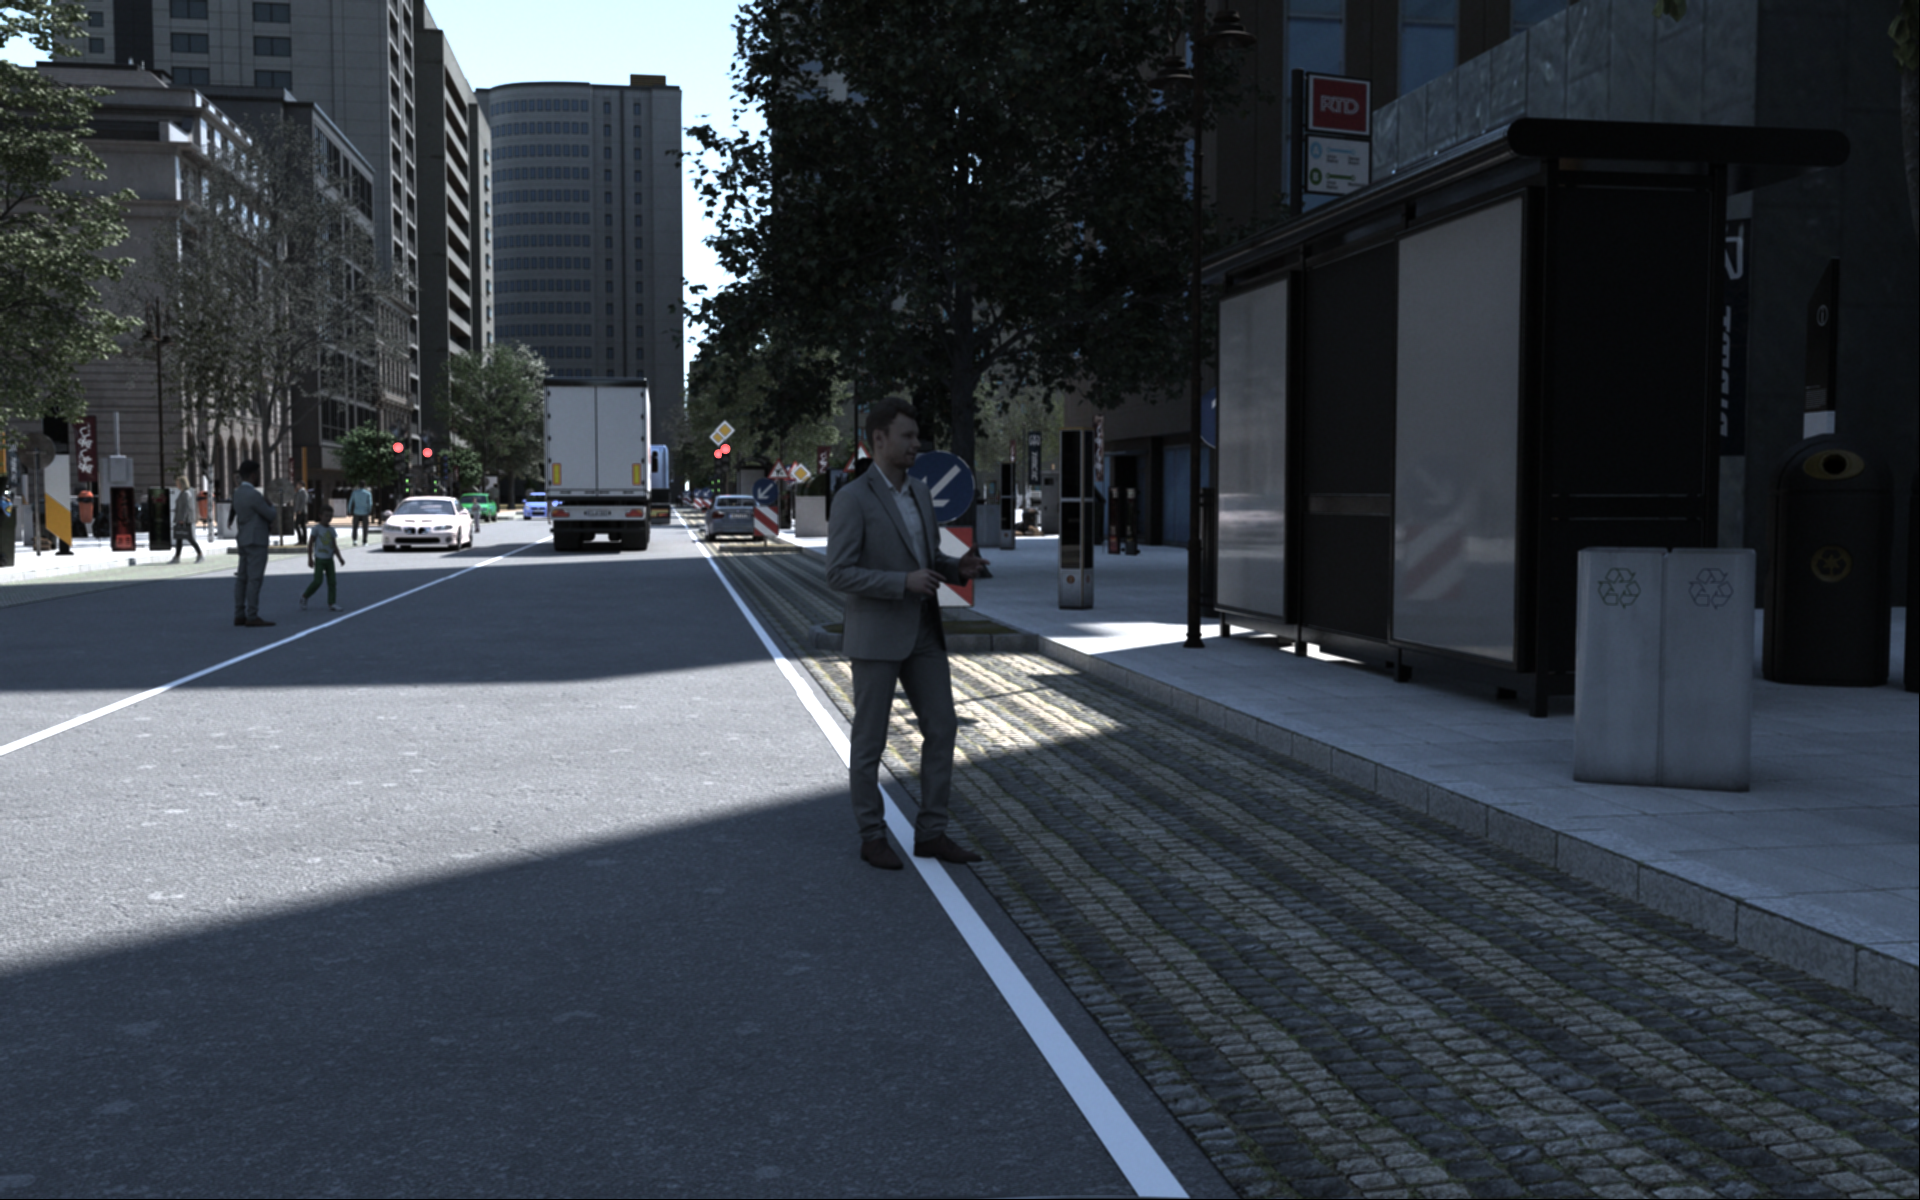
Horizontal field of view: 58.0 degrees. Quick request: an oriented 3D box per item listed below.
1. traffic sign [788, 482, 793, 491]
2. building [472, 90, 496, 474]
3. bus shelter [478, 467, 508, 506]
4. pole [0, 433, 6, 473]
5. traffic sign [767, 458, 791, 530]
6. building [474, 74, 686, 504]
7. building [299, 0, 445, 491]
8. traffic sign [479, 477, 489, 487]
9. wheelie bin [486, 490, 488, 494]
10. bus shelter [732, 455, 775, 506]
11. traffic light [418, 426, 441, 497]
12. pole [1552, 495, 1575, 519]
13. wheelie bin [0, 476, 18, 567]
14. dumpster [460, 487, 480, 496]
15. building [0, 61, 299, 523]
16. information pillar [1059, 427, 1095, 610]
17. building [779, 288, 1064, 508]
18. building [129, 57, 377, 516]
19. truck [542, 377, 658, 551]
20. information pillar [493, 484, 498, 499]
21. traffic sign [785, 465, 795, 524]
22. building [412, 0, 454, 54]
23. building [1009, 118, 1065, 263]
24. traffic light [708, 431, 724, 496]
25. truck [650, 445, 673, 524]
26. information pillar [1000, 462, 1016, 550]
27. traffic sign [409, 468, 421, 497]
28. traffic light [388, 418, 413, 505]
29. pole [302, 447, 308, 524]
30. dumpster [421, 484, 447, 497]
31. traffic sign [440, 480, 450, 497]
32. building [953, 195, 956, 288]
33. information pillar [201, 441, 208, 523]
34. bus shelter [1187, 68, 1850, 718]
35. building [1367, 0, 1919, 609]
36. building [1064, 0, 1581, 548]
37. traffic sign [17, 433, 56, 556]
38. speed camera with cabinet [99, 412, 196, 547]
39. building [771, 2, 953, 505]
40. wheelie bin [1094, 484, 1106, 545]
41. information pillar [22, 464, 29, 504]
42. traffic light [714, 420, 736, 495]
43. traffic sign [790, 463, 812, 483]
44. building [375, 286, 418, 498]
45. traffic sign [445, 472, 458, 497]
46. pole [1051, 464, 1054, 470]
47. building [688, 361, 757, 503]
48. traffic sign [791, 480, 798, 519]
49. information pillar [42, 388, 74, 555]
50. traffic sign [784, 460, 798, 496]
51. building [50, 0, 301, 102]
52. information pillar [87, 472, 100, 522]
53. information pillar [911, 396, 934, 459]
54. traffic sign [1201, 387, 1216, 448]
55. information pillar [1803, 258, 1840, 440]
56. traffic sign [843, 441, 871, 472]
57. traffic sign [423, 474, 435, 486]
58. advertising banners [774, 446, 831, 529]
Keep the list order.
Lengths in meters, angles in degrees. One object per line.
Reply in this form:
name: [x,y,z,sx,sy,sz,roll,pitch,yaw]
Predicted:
traffic sign: [-8.670,-5.336,87.345,0.768,2.556,0.104,0,4,-7]
building: [-65.170,-35.129,198.053,21.600,48.544,21.300,-1,4,-10]
bus shelter: [-36.004,-8.517,133.175,2.014,3.302,5.546,-1,4,-10]
pole: [-31.743,-3.890,57.452,0.158,3.312,0.155,0,3,0]
traffic sign: [-6.498,-3.801,62.147,0.884,2.594,0.081,-1,4,-8]
building: [-53.375,-42.989,244.874,28.212,58.520,21.231,-1,4,-10]
building: [-56.627,-43.615,151.350,20.563,71.187,20.611,-1,4,-10]
traffic sign: [-34.729,-7.721,126.338,0.768,2.556,0.104,-1,4,-9]
wheelie bin: [-34.767,-7.362,128.281,0.980,1.594,0.693,0,4,7]
bus shelter: [-10.769,-5.964,91.438,2.014,3.302,5.546,-1,4,-10]
traffic light: [-21.893,-5.048,71.452,0.839,4.253,0.868,-1,4,-10]
pole: [5.451,-1.333,15.644,0.158,3.312,0.155,0,3,0]
wheelie bin: [-17.057,-1.379,30.450,0.980,1.594,0.693,0,4,2]
dumpster: [-34.672,-7.135,122.410,1.264,1.857,1.865,-1,4,-10]
building: [-42.476,-15.020,87.372,13.314,21.916,24.055,-1,4,-10]
information pillar: [1.295,-0.903,19.259,0.304,2.012,0.304,2,4,29]
building: [-3.722,-20.285,176.705,27.650,21.520,28.899,-1,4,-10]
building: [-46.440,-19.410,110.854,14.314,27.812,24.014,-1,4,-10]
truck: [-9.689,-3.565,47.202,2.839,4.237,11.283,-1,4,-10]
information pillar: [-33.199,-7.311,124.020,0.304,2.012,0.304,0,4,3]
traffic sign: [-7.332,-4.574,74.892,0.768,2.556,0.104,0,4,-3]
building: [-61.009,-33.598,173.035,21.300,48.544,21.600,-1,4,-10]
building: [14.987,-36.038,212.916,21.600,48.544,21.300,-1,4,-10]
traffic light: [-10.254,-5.170,73.458,0.839,4.253,0.868,-1,4,-10]
truck: [-16.240,-6.095,89.418,2.967,4.110,18.799,-1,4,-10]
information pillar: [1.100,-2.170,39.976,0.304,2.012,0.304,1,4,15]
traffic sign: [-27.005,-5.230,85.615,0.768,2.556,0.104,0,4,-4]
traffic light: [-20.543,-4.566,63.582,0.839,4.253,0.868,-1,4,-10]
pole: [-28.425,-4.973,75.160,0.158,3.312,0.155,0,3,0]
dumpster: [-30.483,-5.783,100.312,1.264,1.857,1.865,-1,4,-10]
traffic sign: [-30.484,-6.149,102.671,0.606,2.300,0.079,-1,4,-8]
building: [-2.066,-36.736,250.745,14.200,45.320,14.600,-1,4,-10]
information pillar: [-33.223,-5.188,76.182,0.183,3.616,0.504,0,4,-8]
bus shelter: [3.360,-2.231,14.107,2.179,5.291,8.768,-1,4,-10]
building: [20.569,-42.874,13.658,22.319,86.520,31.000,-1,4,-10]
building: [11.085,-24.108,44.282,14.600,45.320,14.200,-1,4,-10]
traffic sign: [-19.139,-2.189,35.901,0.768,2.556,0.104,0,4,-5]
speed camera with cabinet: [-19.845,-2.933,42.298,2.038,3.252,0.660,-2,4,-34]
building: [-11.550,-40.439,203.169,21.231,58.520,28.212,-1,4,-10]
wheelie bin: [3.324,-2.193,43.771,0.693,1.594,0.980,1,4,9]
information pillar: [-39.256,-4.977,72.723,0.183,3.616,0.504,-3,5,-44]
traffic light: [-8.904,-4.689,65.587,0.839,4.253,0.868,-1,4,-10]
traffic sign: [-5.866,-3.832,63.842,0.795,2.450,0.064,0,4,-6]
building: [-48.179,-16.399,132.745,10.561,19.102,19.286,-1,4,-10]
traffic sign: [-29.948,-6.229,101.951,0.768,2.556,0.104,0,4,-4]
pole: [6.313,-7.581,117.784,0.158,3.312,0.155,0,3,0]
building: [-25.118,-25.037,254.398,28.899,21.520,27.650,-1,4,-10]
traffic sign: [-8.684,-5.354,89.661,0.606,2.300,0.079,0,3,0]
information pillar: [-18.871,-2.744,36.214,0.504,3.616,0.183,-3,4,-36]
traffic sign: [-6.353,-4.092,66.909,0.884,2.594,0.081,0,4,-1]
building: [-86.998,-46.247,194.389,20.611,71.187,20.563,-1,4,-10]
information pillar: [-29.262,-3.303,58.498,0.304,2.012,0.304,3,5,45]
information pillar: [-0.738,-2.655,34.756,0.504,3.616,0.183,-1,4,-21]
traffic sign: [3.111,-1.232,20.255,0.768,2.556,0.104,0,4,0]
information pillar: [8.669,-1.597,17.474,0.183,3.616,0.504,0,4,0]
traffic sign: [-2.419,-2.585,42.270,0.884,2.594,0.081,0,4,-4]
traffic sign: [-26.943,-5.246,87.897,0.606,2.300,0.079,0,4,0]
advertising banners: [-5.696,-4.096,63.163,2.074,3.025,0.090,1,4,11]
